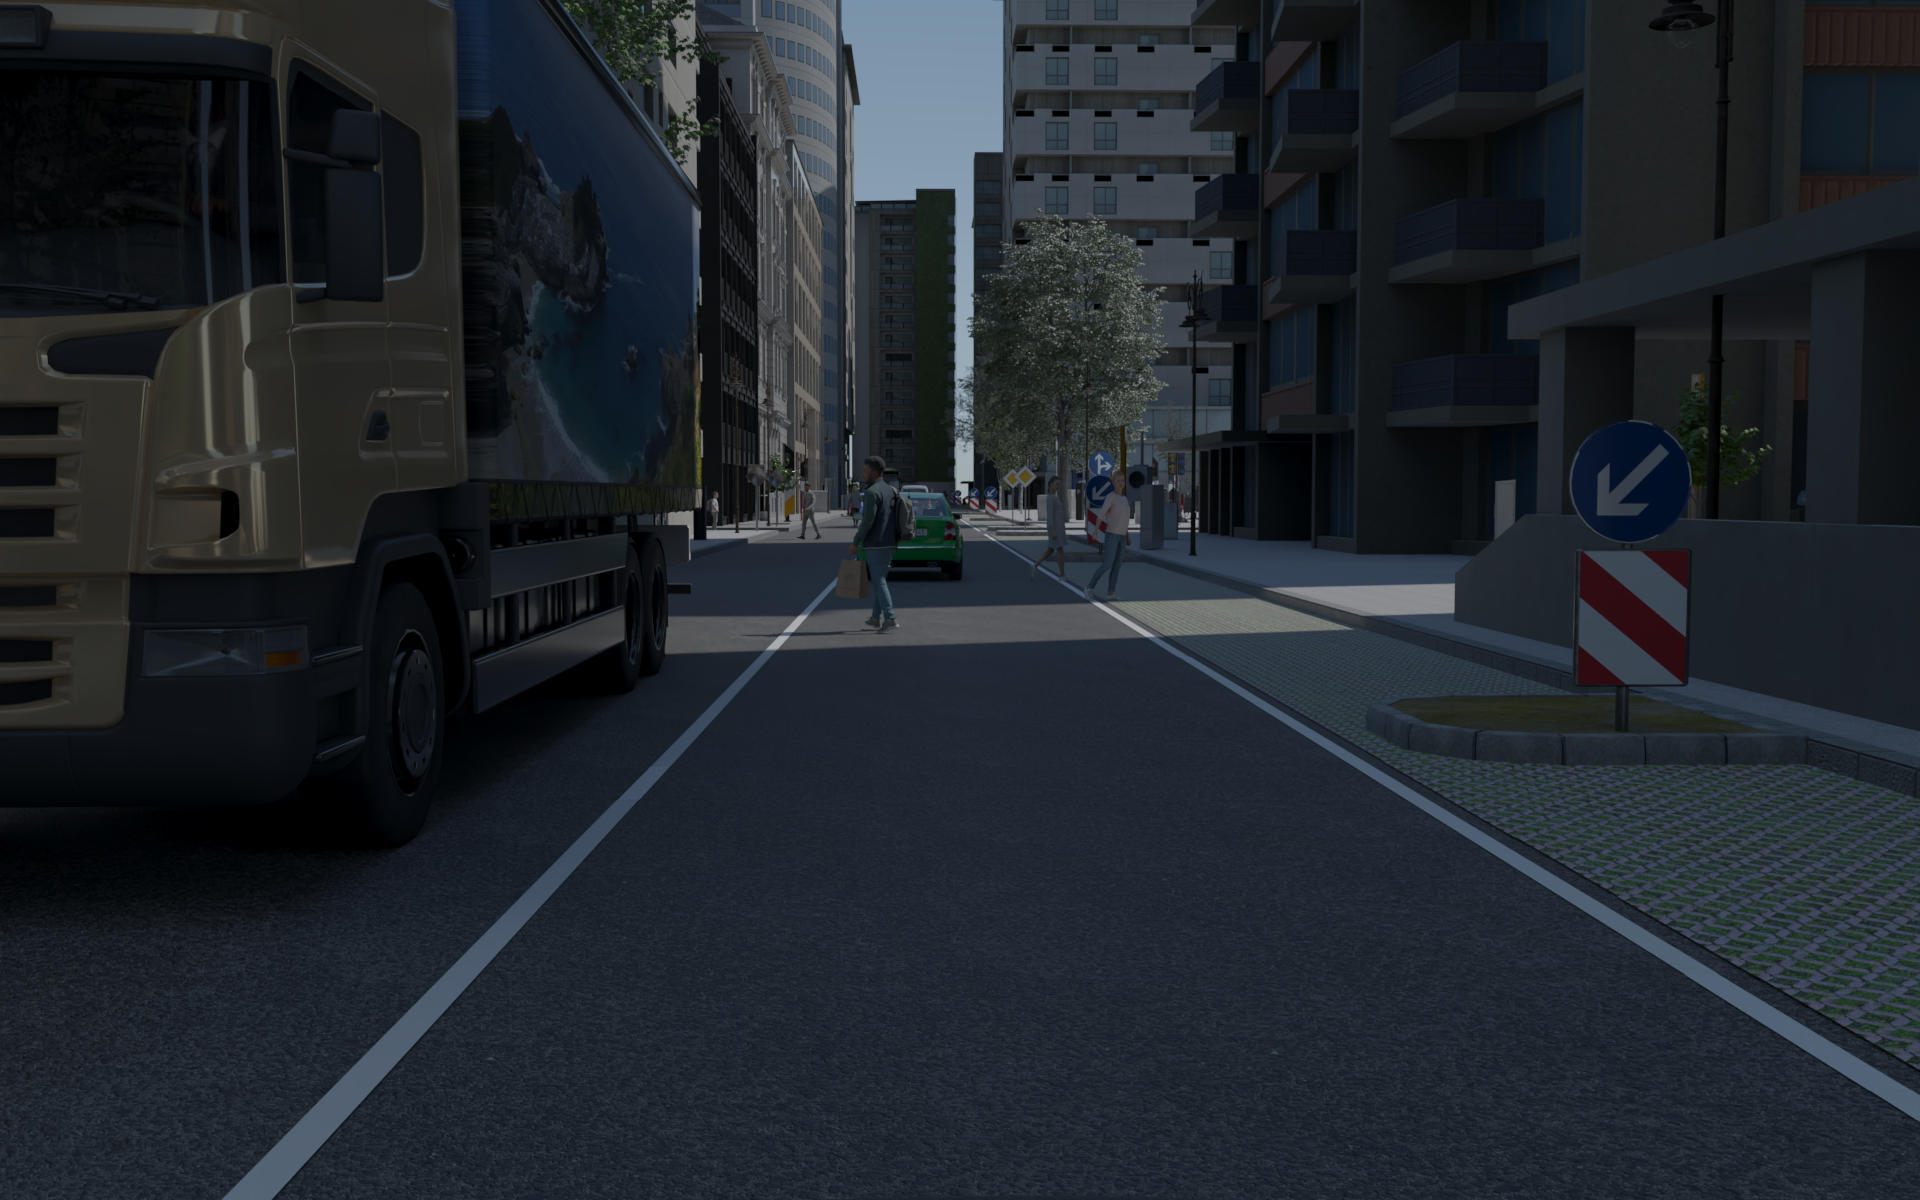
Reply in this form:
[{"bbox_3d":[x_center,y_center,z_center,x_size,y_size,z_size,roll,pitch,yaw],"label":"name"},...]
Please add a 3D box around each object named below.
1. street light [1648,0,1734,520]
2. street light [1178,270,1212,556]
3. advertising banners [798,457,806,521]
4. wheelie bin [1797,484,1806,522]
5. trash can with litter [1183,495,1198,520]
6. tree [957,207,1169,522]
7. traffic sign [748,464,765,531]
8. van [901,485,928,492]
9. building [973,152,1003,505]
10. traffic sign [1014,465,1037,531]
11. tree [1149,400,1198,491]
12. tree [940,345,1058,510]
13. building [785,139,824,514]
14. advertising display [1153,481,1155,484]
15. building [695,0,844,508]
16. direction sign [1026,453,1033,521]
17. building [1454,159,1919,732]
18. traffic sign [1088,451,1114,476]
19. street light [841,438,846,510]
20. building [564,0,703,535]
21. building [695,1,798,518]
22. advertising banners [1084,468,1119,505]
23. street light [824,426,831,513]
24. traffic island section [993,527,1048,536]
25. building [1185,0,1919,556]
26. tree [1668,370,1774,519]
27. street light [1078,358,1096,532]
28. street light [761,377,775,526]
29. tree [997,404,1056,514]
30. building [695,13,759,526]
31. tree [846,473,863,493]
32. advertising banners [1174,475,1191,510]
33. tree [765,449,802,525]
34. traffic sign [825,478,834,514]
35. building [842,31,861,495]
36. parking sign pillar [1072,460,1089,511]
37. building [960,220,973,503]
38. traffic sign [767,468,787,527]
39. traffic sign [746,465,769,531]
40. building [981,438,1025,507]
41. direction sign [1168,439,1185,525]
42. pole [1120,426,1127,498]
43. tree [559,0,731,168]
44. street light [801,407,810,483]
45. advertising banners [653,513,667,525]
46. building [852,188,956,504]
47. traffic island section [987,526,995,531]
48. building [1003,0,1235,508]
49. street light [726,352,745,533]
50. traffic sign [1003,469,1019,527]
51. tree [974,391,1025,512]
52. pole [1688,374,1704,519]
[{"bbox_3d":[5.425,-2.422,12.383,0.468,5.910,1.993,0,4,-1],"label":"street light"},{"bbox_3d":[4.846,-3.858,35.863,0.468,5.910,1.993,0,4,-1],"label":"street light"},{"bbox_3d":[-7.631,-5.354,83.729,0.090,3.025,2.074,0,4,5],"label":"advertising banners"},{"bbox_3d":[14.506,-1.296,29.092,0.980,1.594,0.693,-1,4,-16],"label":"wheelie bin"},{"bbox_3d":[11.827,-4.610,86.439,2.233,1.210,1.678,1,4,21],"label":"trash can with litter"},{"bbox_3d":[4.767,-10.492,78.196,9.857,13.997,8.962,0,3,0],"label":"tree"},{"bbox_3d":[-7.037,-3.531,59.865,0.606,2.300,0.079,0,4,7],"label":"traffic sign"},{"bbox_3d":[-2.260,-4.828,85.956,2.013,2.044,4.112,0,4,-1],"label":"van"},{"bbox_3d":[8.576,-32.188,209.876,14.154,41.232,14.086,0,4,-1],"label":"building"},{"bbox_3d":[2.257,-3.442,59.914,0.795,2.450,0.064,0,4,-1],"label":"traffic sign"},{"bbox_3d":[16.642,-11.194,133.382,4.360,8.622,3.978,0,3,0],"label":"tree"},{"bbox_3d":[3.344,-13.895,137.556,12.009,13.543,11.850,0,3,0],"label":"tree"},{"bbox_3d":[-20.357,-19.585,124.730,19.350,26.468,34.151,0,4,-1],"label":"building"},{"bbox_3d":[9.275,-4.866,84.771,0.123,1.923,0.974,2,4,32],"label":"advertising display"},{"bbox_3d":[-21.678,-37.529,155.592,21.231,58.520,28.212,0,4,-1],"label":"building"},{"bbox_3d":[3.337,-5.616,83.822,0.379,3.537,0.876,1,4,18],"label":"direction sign"},{"bbox_3d":[21.258,-19.440,9.723,32.217,40.220,23.993,0,4,-1],"label":"building"},{"bbox_3d":[4.162,-3.117,51.077,0.768,2.556,0.104,0,4,3],"label":"traffic sign"},{"bbox_3d":[-9.266,-10.128,138.382,0.468,5.910,1.993,0,4,-1],"label":"street light"},{"bbox_3d":[-22.658,-12.098,42.843,28.899,21.520,27.650,0,4,-1],"label":"building"},{"bbox_3d":[-16.572,-18.847,95.531,14.401,28.519,23.554,0,4,-1],"label":"building"},{"bbox_3d":[8.074,-6.277,98.811,2.074,3.025,0.090,1,4,8],"label":"advertising banners"},{"bbox_3d":[-8.781,-8.709,115.186,0.468,5.910,1.993,0,4,-1],"label":"street light"},{"bbox_3d":[2.280,-2.306,59.992,2.009,0.180,2.903,0,4,-1],"label":"traffic island section"},{"bbox_3d":[17.824,-23.808,43.879,22.147,44.769,28.867,0,4,-1],"label":"building"},{"bbox_3d":[11.408,-1.973,26.863,1.663,3.219,1.824,0,3,0],"label":"tree"},{"bbox_3d":[4.331,-5.276,59.057,0.468,5.910,1.993,0,4,-1],"label":"street light"},{"bbox_3d":[-7.616,-5.870,68.765,0.468,5.910,1.993,0,4,-1],"label":"street light"},{"bbox_3d":[4.011,-9.849,111.392,4.360,8.622,3.978,0,3,0],"label":"tree"},{"bbox_3d":[-15.792,-15.068,76.045,12.332,23.373,15.834,0,4,-1],"label":"building"},{"bbox_3d":[-10.091,-10.318,163.300,1.663,3.219,1.824,0,3,0],"label":"tree"},{"bbox_3d":[17.819,-8.745,139.164,2.074,3.025,0.090,-3,4,-38],"label":"advertising banners"},{"bbox_3d":[-7.742,-4.802,73.113,1.663,3.219,1.824,0,3,0],"label":"tree"},{"bbox_3d":[-8.220,-6.553,109.276,0.606,2.300,0.079,0,4,3],"label":"traffic sign"},{"bbox_3d":[-25.794,-37.520,202.687,27.495,52.752,28.713,0,4,-1],"label":"building"},{"bbox_3d":[9.080,-8.704,130.786,1.447,3.967,1.447,0,4,0],"label":"parking sign pillar"},{"bbox_3d":[14.565,-35.703,238.376,28.867,44.769,22.147,0,4,-1],"label":"building"},{"bbox_3d":[-7.174,-3.918,67.700,0.795,2.450,0.064,0,4,-1],"label":"traffic sign"},{"bbox_3d":[-6.986,-3.430,59.717,0.795,2.450,0.064,0,4,-1],"label":"traffic sign"},{"bbox_3d":[13.958,-53.422,186.113,22.319,86.520,31.000,0,4,-1],"label":"building"},{"bbox_3d":[8.949,-4.875,71.702,0.876,3.537,0.379,-2,4,-33],"label":"direction sign"},{"bbox_3d":[4.906,-3.558,52.019,0.158,3.312,0.155,0,3,0],"label":"pole"},{"bbox_3d":[-6.581,-5.813,20.806,9.928,11.665,9.643,0,3,0],"label":"tree"},{"bbox_3d":[-8.198,-7.289,91.958,0.468,5.910,1.993,0,4,-1],"label":"street light"},{"bbox_3d":[-6.895,-2.692,40.208,0.090,3.025,2.074,0,4,3],"label":"advertising banners"},{"bbox_3d":[-7.617,-33.662,233.960,14.086,41.232,14.154,0,4,-1],"label":"building"},{"bbox_3d":[2.092,-2.795,67.975,2.009,0.180,2.903,0,4,-1],"label":"traffic island section"},{"bbox_3d":[17.900,-34.789,158.035,28.713,52.752,27.495,0,4,-1],"label":"building"},{"bbox_3d":[-7.310,-5.129,56.641,0.468,5.910,1.993,0,4,-1],"label":"street light"},{"bbox_3d":[2.068,-3.930,67.897,0.795,2.450,0.064,0,4,-1],"label":"traffic sign"},{"bbox_3d":[3.105,-10.577,123.289,4.737,8.622,4.395,0,3,0],"label":"tree"},{"bbox_3d":[12.535,-2.182,29.516,0.158,3.312,0.155,0,3,0],"label":"pole"}]
